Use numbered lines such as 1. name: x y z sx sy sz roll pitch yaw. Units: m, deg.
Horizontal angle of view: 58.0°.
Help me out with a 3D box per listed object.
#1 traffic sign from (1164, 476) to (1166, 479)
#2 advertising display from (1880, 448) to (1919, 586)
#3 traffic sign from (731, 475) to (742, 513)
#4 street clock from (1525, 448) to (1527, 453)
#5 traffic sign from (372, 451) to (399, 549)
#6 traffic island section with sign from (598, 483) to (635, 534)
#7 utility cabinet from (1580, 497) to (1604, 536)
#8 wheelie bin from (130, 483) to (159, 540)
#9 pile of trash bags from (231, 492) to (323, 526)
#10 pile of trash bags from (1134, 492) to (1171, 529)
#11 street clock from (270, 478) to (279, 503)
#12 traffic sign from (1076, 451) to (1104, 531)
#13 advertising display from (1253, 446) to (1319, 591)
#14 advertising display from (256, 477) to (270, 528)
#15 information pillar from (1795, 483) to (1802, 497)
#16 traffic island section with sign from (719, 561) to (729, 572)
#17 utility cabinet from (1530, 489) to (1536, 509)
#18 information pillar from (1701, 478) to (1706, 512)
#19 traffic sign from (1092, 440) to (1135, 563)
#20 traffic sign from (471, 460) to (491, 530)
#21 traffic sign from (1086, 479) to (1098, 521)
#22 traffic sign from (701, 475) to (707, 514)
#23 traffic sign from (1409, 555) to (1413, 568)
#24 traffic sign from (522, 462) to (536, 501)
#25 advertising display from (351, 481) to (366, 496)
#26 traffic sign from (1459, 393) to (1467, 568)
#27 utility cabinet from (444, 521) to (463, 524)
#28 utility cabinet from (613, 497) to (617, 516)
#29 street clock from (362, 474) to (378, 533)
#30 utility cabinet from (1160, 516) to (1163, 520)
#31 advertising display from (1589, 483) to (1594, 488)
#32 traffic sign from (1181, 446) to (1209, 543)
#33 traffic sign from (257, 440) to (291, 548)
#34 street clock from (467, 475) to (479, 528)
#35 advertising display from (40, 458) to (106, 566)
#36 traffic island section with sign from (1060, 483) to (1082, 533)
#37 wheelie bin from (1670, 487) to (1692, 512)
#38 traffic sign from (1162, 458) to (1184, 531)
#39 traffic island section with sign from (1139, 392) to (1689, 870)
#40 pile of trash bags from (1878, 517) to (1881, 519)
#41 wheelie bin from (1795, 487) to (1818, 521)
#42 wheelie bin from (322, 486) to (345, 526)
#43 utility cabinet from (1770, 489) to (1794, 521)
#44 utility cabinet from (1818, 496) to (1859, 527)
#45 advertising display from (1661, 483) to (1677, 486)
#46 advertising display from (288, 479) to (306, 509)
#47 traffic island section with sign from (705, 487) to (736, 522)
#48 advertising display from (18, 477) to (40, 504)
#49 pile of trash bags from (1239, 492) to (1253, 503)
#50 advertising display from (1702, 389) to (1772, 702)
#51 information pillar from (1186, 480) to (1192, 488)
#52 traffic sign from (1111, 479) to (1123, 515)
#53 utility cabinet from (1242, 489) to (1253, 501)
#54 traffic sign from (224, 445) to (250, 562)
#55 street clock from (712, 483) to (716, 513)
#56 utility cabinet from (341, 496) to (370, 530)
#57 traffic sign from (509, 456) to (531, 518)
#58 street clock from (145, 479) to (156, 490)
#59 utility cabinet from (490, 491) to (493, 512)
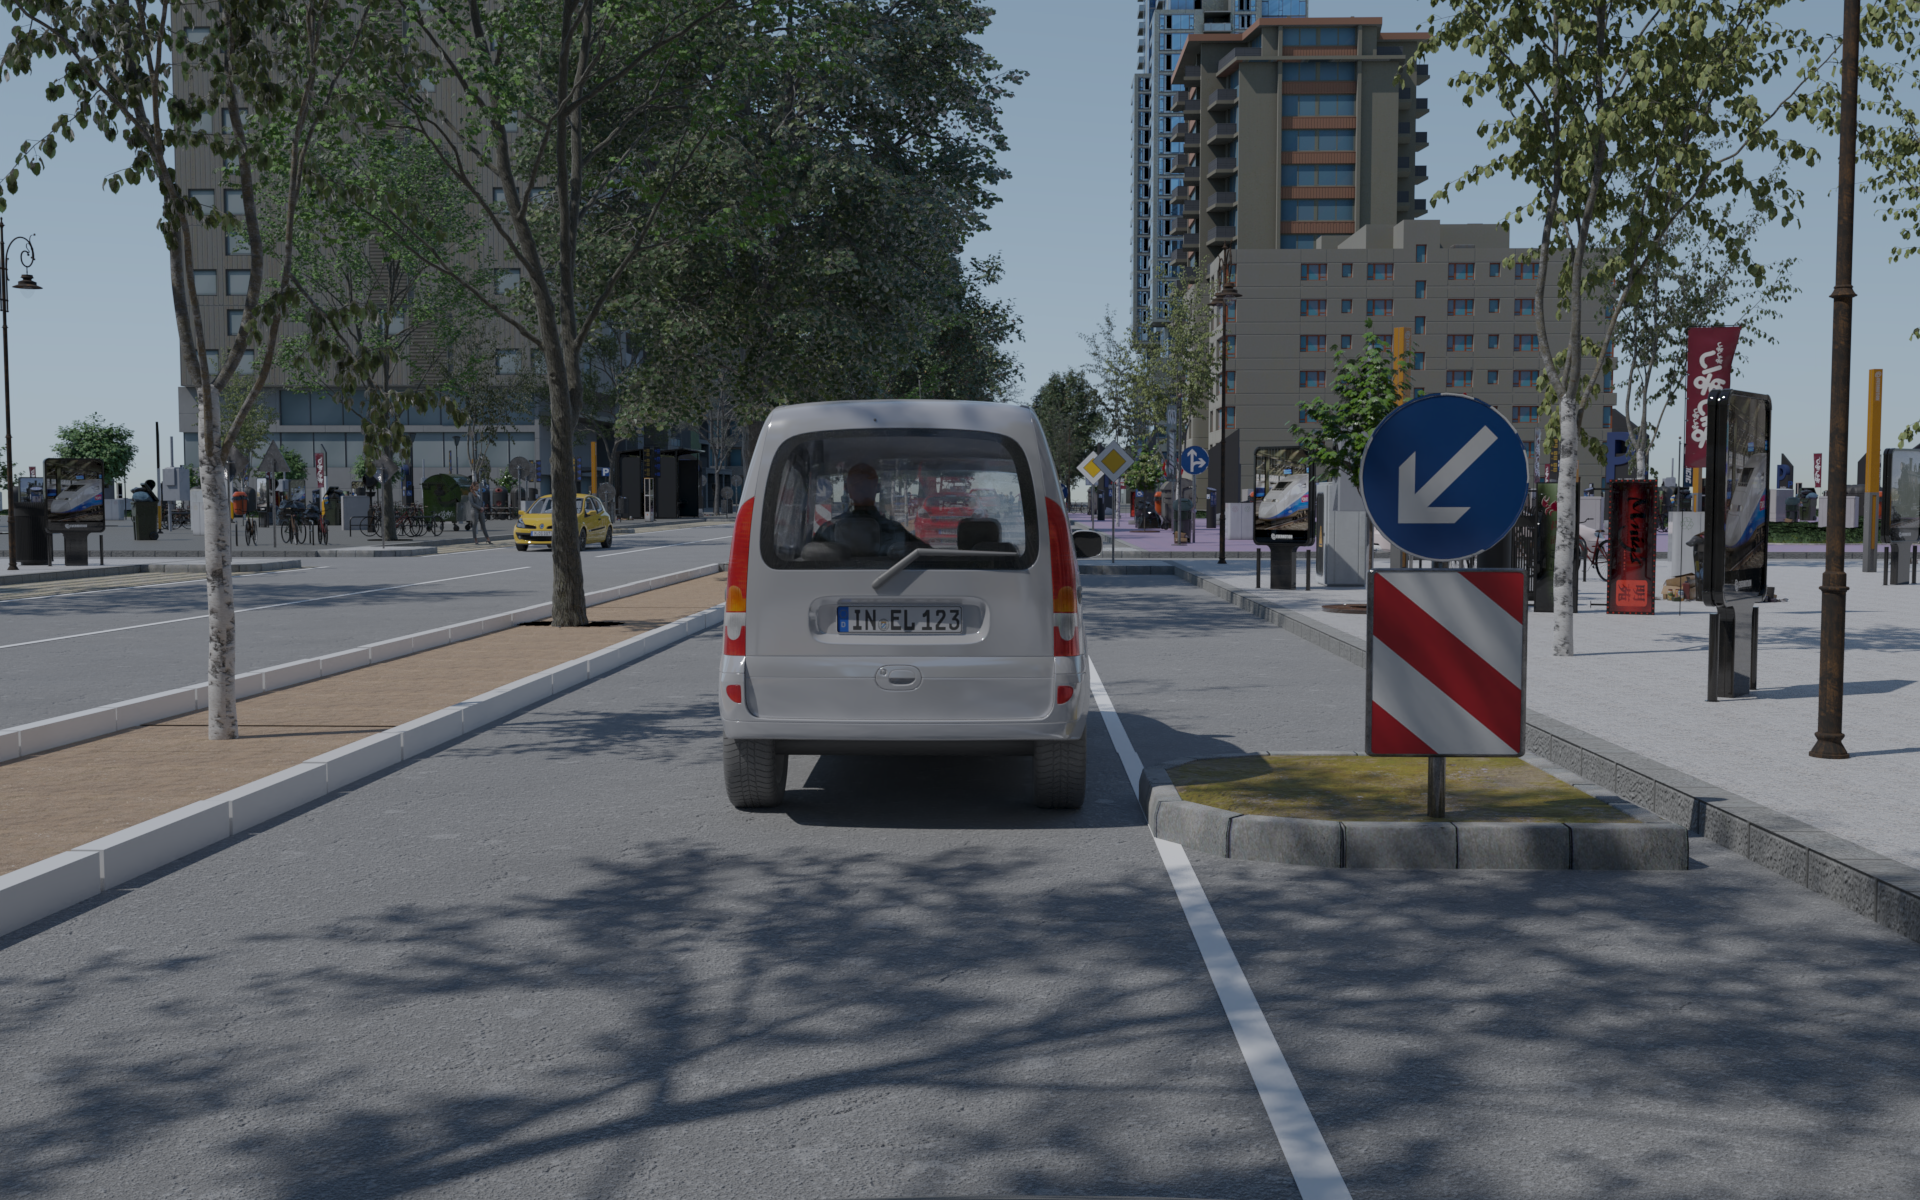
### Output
1. traffic sign: 9.061 -4.520 74.012 0.768 2.556 0.104 0 4 3
2. advertising display: 13.333 -1.181 24.517 0.974 1.923 0.123 -3 4 -37
3. traffic sign: -14.954 -7.080 115.860 0.768 2.556 0.104 0 4 4
4. street clock: 6.836 -1.052 21.767 0.471 2.002 0.358 0 4 -3
5. traffic sign: -13.552 -2.264 40.666 0.795 2.450 0.064 0 4 2
6. traffic island section with sign: -12.918 -3.325 62.999 1.989 1.847 2.006 0 4 2
7. utility cabinet: 15.148 -1.902 42.258 1.020 1.237 0.306 2 4 35
8. wheelie bin: -22.662 -2.460 48.129 0.693 1.594 0.980 -3 4 -36
9. pile of trash bags: -27.896 -3.718 70.536 3.447 1.369 1.912 -3 5 -45
10. pile of trash bags: 7.559 -3.414 65.574 1.912 1.369 3.447 0 4 5
11. street clock: -31.656 -4.604 79.849 0.471 2.002 0.358 0 4 -6
12. traffic sign: 3.085 -2.233 40.153 0.795 2.450 0.064 0 4 2
13. advertising display: 4.346 -1.103 23.245 0.123 1.923 0.974 -3 5 -40
14. advertising display: -26.666 -3.735 66.282 0.123 1.923 0.974 -3 5 -44
15. information pillar: 53.747 -6.515 111.010 0.304 2.012 0.304 0 4 -2
16. traffic island section with sign: -3.426 -1.501 32.673 2.006 1.907 1.989 0 4 2
17. utility cabinet: 24.007 -3.882 72.145 1.173 1.500 0.318 -3 5 -41
18. information pillar: 33.709 -4.541 78.734 0.304 2.012 0.304 0 4 -5
19. traffic sign: 2.848 -1.745 32.171 0.795 2.450 0.064 0 4 2
20. traffic sign: -17.135 -3.783 61.952 0.768 2.556 0.104 0 4 8
21. traffic sign: 6.320 -4.951 83.085 0.606 2.300 0.079 1 4 9
22. traffic sign: -17.050 -6.966 114.006 0.768 2.556 0.104 0 4 6
23. traffic sign: 6.638 -1.426 25.440 0.606 2.300 0.079 0 4 8
24. traffic sign: -16.967 -4.142 67.828 0.768 2.556 0.104 1 4 10
25. advertising display: -29.992 -4.967 86.417 0.974 1.923 0.123 2 4 34
26. traffic sign: 6.470 -1.364 22.306 0.884 2.594 0.081 0 4 6
27. utility cabinet: -22.039 -3.912 75.128 1.020 1.237 0.306 2 4 27
28. utility cabinet: -19.688 -5.522 98.961 0.318 1.500 1.173 2 4 31
29. street clock: -19.627 -3.250 57.700 0.471 2.002 0.358 1 4 12
30. utility cabinet: 9.562 -4.357 82.393 0.306 1.237 1.020 0 4 -2
31. advertising display: 37.211 -5.926 102.100 0.123 1.923 0.974 1 4 12
32. traffic sign: 6.178 -2.789 45.709 0.768 2.556 0.104 0 4 2
33. traffic sign: -16.429 -2.536 41.466 0.884 2.594 0.081 1 4 11
34. street clock: -18.503 -3.742 65.748 0.471 2.002 0.358 -2 4 -28
35. advertising display: -15.825 -1.575 30.964 0.974 1.923 0.123 -3 5 -40
36. traffic island section with sign: 3.437 -3.298 62.553 1.989 1.847 2.006 0 4 2
37. wheelie bin: 31.739 -4.168 76.051 0.980 1.594 0.693 0 4 -4
38. traffic sign: 7.348 -3.651 59.799 0.768 2.556 0.104 1 4 9
39. traffic island section with sign: 1.814 0.065 7.563 1.989 1.847 2.006 0 4 2
40. pile of trash bags: 54.844 -5.527 100.125 3.447 1.369 1.912 -1 4 -9
41. wheelie bin: 42.997 -4.905 88.102 0.693 1.594 0.980 -3 5 -43
42. wheelie bin: -25.532 -3.842 70.729 0.693 1.594 0.980 1 4 13
43. utility cabinet: 34.817 -3.956 73.357 1.173 1.500 0.318 -2 4 -30
44. utility cabinet: 25.614 -2.406 50.502 0.306 1.237 1.020 -3 5 -41
45. advertising display: 42.362 -6.011 103.497 0.123 1.923 0.974 -3 4 -36
46. advertising display: -29.460 -4.391 76.999 0.123 1.923 0.974 1 4 19
47. traffic island section with sign: -12.119 -4.973 89.942 1.989 1.847 2.006 0 4 2
48. advertising display: -34.821 -3.658 65.029 0.123 1.923 0.974 3 4 36
49. pile of trash bags: 10.734 -3.149 61.243 1.912 1.369 3.447 0 4 -4
50. advertising display: 4.926 -0.353 10.981 0.123 1.923 0.974 3 5 40
51. information pillar: 11.553 -5.099 87.853 0.304 2.012 0.304 2 4 27
52. traffic sign: 8.079 -5.359 87.624 0.884 2.594 0.081 1 4 10
53. utility cabinet: 12.625 -4.087 75.505 0.318 1.500 1.173 2 4 31
54. traffic sign: -13.789 -1.776 32.685 0.795 2.450 0.064 0 4 2
55. street clock: -16.426 -6.823 116.123 0.358 2.002 0.471 -3 5 -43
56. utility cabinet: -21.490 -3.092 61.716 1.020 1.237 0.306 -2 4 -34
57. traffic sign: -14.895 -3.576 58.572 0.768 2.556 0.104 0 4 8
58. street clock: -39.858 -4.936 85.278 0.471 2.002 0.358 -3 5 -42
59. utility cabinet: -30.550 -6.346 112.440 0.318 1.500 1.173 2 4 34
